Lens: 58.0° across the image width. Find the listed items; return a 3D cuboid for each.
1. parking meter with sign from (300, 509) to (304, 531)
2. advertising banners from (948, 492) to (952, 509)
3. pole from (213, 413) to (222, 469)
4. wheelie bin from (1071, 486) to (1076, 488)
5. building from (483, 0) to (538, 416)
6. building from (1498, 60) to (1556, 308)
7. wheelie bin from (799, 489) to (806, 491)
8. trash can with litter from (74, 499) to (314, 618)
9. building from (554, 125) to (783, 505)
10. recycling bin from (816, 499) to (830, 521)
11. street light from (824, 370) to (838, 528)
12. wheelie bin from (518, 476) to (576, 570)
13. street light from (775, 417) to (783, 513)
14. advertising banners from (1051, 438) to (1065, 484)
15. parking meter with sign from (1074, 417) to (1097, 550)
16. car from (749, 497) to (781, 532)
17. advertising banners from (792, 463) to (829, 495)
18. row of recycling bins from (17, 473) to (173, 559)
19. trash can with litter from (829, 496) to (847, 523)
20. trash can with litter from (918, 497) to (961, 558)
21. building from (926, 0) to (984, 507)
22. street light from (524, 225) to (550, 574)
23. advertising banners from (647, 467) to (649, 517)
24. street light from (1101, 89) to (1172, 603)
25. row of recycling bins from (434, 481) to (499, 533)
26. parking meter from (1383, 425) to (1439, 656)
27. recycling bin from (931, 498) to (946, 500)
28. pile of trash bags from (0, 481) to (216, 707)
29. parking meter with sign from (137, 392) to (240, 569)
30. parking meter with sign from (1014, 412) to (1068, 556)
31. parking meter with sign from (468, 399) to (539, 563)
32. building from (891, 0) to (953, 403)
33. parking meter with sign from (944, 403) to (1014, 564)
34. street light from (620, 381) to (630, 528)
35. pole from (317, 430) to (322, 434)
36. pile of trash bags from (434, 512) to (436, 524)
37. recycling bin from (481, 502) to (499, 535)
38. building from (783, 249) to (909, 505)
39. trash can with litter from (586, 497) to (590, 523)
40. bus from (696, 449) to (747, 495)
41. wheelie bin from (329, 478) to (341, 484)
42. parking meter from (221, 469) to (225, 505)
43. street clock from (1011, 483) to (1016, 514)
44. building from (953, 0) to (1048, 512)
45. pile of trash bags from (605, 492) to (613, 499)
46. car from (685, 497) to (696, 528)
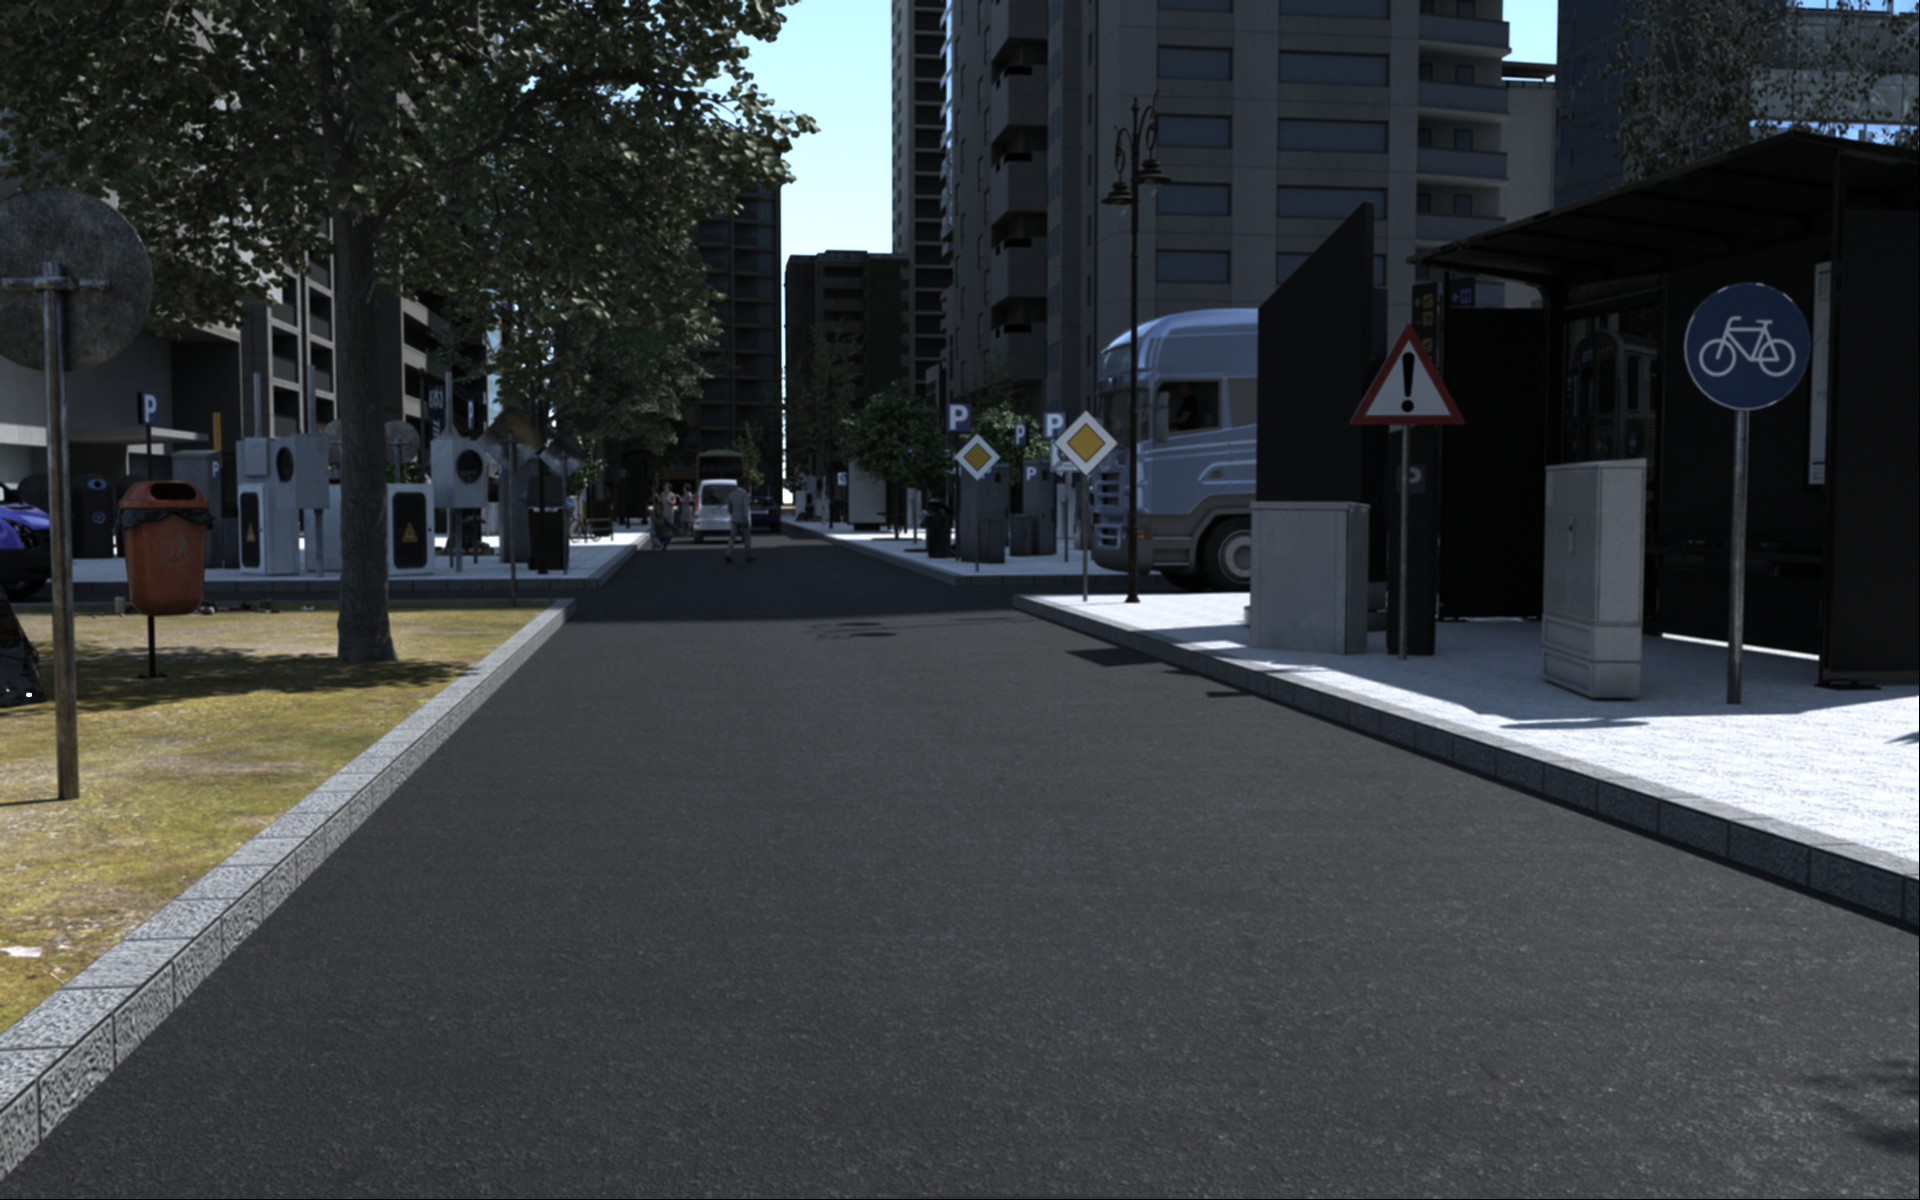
[{"bbox_3d":[-23.285,-3.892,59.894,0.543,3.016,1.738,3,5,42],"label":"parking meter with sign"},{"bbox_3d":[0.185,-6.362,100.211,2.074,3.025,0.090,2,4,29],"label":"advertising banners"},{"bbox_3d":[-18.594,-3.032,43.419,0.158,3.312,0.155,0,3,0],"label":"pole"},{"bbox_3d":[4.629,-3.828,70.491,0.980,1.594,0.693,2,4,25],"label":"wheelie bin"},{"bbox_3d":[-65.475,-54.386,201.881,31.000,86.520,22.319,-1,4,-9],"label":"building"},{"bbox_3d":[49.204,-29.554,166.796,14.086,41.232,14.154,-1,4,-9],"label":"building"},{"bbox_3d":[-8.900,-5.611,99.654,0.980,1.594,0.693,1,4,15],"label":"wheelie bin"},{"bbox_3d":[-8.216,-0.470,18.745,2.233,1.210,1.678,0,4,-6],"label":"trash can with litter"},{"bbox_3d":[-35.732,-33.858,208.206,28.867,44.769,22.147,-1,4,-9],"label":"building"},{"bbox_3d":[-6.454,-4.286,82.630,0.722,1.027,0.722,1,4,9],"label":"recycling bin"},{"bbox_3d":[-4.819,-5.614,64.572,0.468,5.910,1.993,-1,4,-9],"label":"street light"},{"bbox_3d":[-7.003,-1.316,29.424,0.980,1.594,0.693,0,4,-2],"label":"wheelie bin"},{"bbox_3d":[-10.676,-7.933,102.494,0.468,5.910,1.993,-1,4,-9],"label":"street light"},{"bbox_3d":[3.297,-3.016,45.501,2.074,3.025,0.090,-1,4,-18],"label":"advertising banners"},{"bbox_3d":[2.953,-2.671,39.940,0.543,3.016,1.738,0,4,-8],"label":"parking meter with sign"},{"bbox_3d":[-7.762,-3.261,65.903,1.945,1.354,3.894,-1,4,-10],"label":"car"},{"bbox_3d":[-8.483,-6.230,98.048,2.074,3.025,0.090,0,4,2],"label":"advertising banners"},{"bbox_3d":[-17.082,-1.702,34.939,1.069,1.692,3.534,3,5,42],"label":"row of recycling bins"},{"bbox_3d":[-5.385,-4.086,78.195,1.055,1.170,0.624,1,4,15],"label":"trash can with litter"},{"bbox_3d":[-0.307,-1.443,34.983,0.624,1.170,1.055,3,4,38],"label":"trash can with litter"},{"bbox_3d":[6.626,-51.268,150.902,22.319,86.520,31.000,-1,4,-9],"label":"building"},{"bbox_3d":[-6.705,-3.356,27.663,0.468,5.910,1.993,-1,4,-9],"label":"street light"},{"bbox_3d":[-17.835,-6.283,98.909,0.090,3.025,2.074,-1,4,-11],"label":"advertising banners"},{"bbox_3d":[2.043,-2.907,20.324,0.468,5.910,1.993,-1,4,-9],"label":"street light"},{"bbox_3d":[-15.730,-3.018,56.451,3.534,1.692,1.069,2,4,26],"label":"row of recycling bins"},{"bbox_3d":[3.598,-0.497,13.844,0.399,1.863,0.255,1,4,22],"label":"parking meter"},{"bbox_3d":[-1.300,-5.404,100.905,0.722,1.027,0.722,2,4,33],"label":"recycling bin"},{"bbox_3d":[-6.422,-0.069,10.885,1.912,1.369,3.447,3,5,42],"label":"pile of trash bags"},{"bbox_3d":[-13.139,-2.053,29.825,1.738,3.016,0.543,0,4,2],"label":"parking meter with sign"},{"bbox_3d":[1.621,-2.448,36.283,0.543,3.016,1.738,2,4,30],"label":"parking meter with sign"},{"bbox_3d":[-8.230,-2.207,32.352,1.738,3.016,0.543,-2,4,-27],"label":"parking meter with sign"},{"bbox_3d":[2.882,-47.361,212.610,20.611,71.187,20.563,-1,4,-9],"label":"building"},{"bbox_3d":[0.319,-2.222,32.591,0.543,3.016,1.738,-2,4,-26],"label":"parking meter with sign"},{"bbox_3d":[-12.522,-5.650,65.167,0.468,5.910,1.993,-1,4,-9],"label":"street light"},{"bbox_3d":[-20.295,-3.744,55.055,0.158,3.312,0.155,0,3,0],"label":"pole"},{"bbox_3d":[-12.856,-1.806,39.280,1.912,1.369,3.447,-2,4,-26],"label":"pile of trash bags"},{"bbox_3d":[-14.864,-2.576,54.676,0.722,1.027,0.722,1,4,10],"label":"recycling bin"},{"bbox_3d":[-13.753,-26.674,207.814,14.107,30.474,14.160,-1,4,-9],"label":"building"},{"bbox_3d":[-16.408,-3.931,75.662,0.624,1.170,1.055,0,4,5],"label":"trash can with litter"},{"bbox_3d":[-13.057,-6.312,94.748,2.896,3.916,12.252,0,4,-8],"label":"bus"},{"bbox_3d":[-12.463,-1.650,34.884,0.980,1.594,0.693,-3,4,-38],"label":"wheelie bin"},{"bbox_3d":[-14.565,-1.716,33.774,0.255,1.863,0.399,2,4,35],"label":"parking meter"},{"bbox_3d":[3.016,-5.708,97.890,0.358,2.002,0.471,0,4,6],"label":"street clock"},{"bbox_3d":[14.666,-32.596,122.181,28.713,52.752,27.495,-1,4,-9],"label":"building"},{"bbox_3d":[-18.469,-4.530,83.825,3.447,1.369,1.912,1,4,10],"label":"pile of trash bags"},{"bbox_3d":[-10.979,-3.785,74.468,1.945,1.354,3.894,-1,4,-10],"label":"car"}]
